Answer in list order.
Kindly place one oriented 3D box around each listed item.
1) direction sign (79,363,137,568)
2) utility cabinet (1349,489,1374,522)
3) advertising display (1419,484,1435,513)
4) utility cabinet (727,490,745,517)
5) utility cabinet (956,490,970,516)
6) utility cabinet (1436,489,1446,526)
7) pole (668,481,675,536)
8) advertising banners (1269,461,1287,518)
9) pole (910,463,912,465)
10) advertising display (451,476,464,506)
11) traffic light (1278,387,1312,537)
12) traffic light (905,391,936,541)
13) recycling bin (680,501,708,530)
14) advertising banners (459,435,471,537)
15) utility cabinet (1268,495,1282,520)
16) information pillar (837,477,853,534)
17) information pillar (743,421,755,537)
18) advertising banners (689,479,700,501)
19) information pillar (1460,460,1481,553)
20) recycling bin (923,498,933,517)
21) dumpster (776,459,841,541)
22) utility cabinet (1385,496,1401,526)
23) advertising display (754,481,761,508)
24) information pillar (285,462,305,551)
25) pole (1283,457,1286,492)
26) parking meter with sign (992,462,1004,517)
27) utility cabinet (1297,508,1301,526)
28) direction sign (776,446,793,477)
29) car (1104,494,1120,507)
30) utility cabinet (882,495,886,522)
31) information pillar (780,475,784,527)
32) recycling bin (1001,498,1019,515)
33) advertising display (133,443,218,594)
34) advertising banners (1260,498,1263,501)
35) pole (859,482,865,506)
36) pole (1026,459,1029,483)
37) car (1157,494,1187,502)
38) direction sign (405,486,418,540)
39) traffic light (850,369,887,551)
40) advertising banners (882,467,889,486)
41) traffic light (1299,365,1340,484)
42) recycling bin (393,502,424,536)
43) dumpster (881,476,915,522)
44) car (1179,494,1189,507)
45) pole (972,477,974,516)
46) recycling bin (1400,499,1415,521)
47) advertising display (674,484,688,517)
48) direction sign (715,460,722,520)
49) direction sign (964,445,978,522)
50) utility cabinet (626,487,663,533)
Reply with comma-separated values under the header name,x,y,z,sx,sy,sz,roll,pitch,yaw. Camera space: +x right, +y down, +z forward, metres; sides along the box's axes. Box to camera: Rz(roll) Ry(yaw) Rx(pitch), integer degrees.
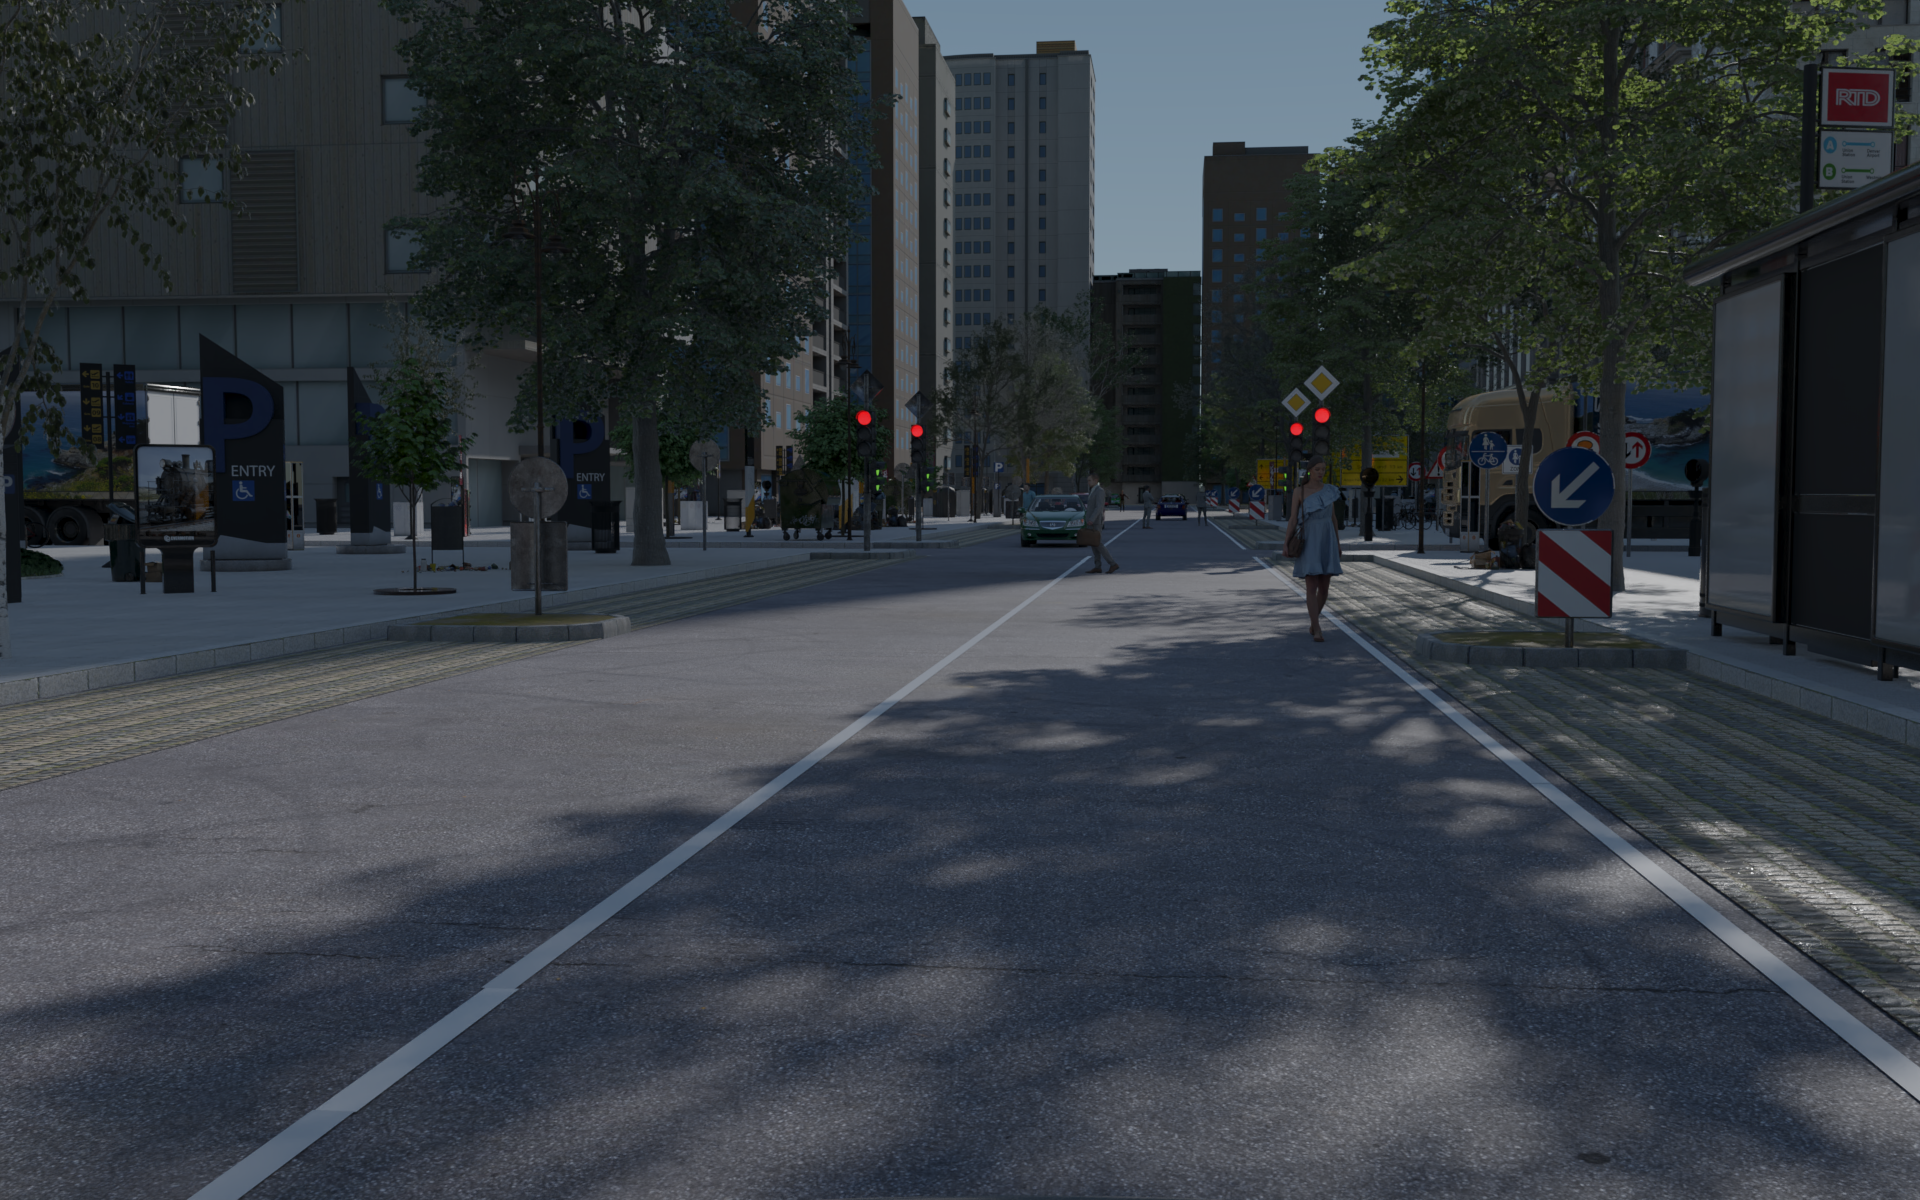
name,x,y,z,sx,sy,sz,roll,pitch,yaw
direction sign,-14.802,-2.335,30.179,0.876,3.537,0.379,-3,4,-36
utility cabinet,18.380,-4.323,79.367,1.173,1.500,0.318,-2,4,-25
advertising display,28.672,-6.186,106.353,0.974,1.923,0.123,1,4,9
utility cabinet,-12.443,-5.406,97.067,1.173,1.500,0.318,0,4,6
utility cabinet,0.167,-5.610,100.402,0.318,1.500,1.173,2,4,26
utility cabinet,19.772,-3.738,69.790,1.173,1.500,0.318,-2,4,-25
pole,-8.809,-3.604,52.771,0.158,3.312,0.155,0,3,0
advertising banners,17.012,-5.883,92.379,0.090,3.025,2.074,-1,4,-19
pole,-3.150,-7.276,112.798,0.158,3.312,0.155,0,3,0
advertising display,-18.046,-3.486,62.210,0.123,1.923,0.974,-3,4,-37
traffic light,8.836,-3.475,45.734,0.839,4.253,0.868,0,4,7
traffic light,-1.101,-3.549,46.947,0.839,4.253,0.868,0,4,7
recycling bin,-9.535,-3.031,62.108,0.722,1.027,0.722,2,4,29
advertising banners,-14.862,-3.411,51.956,0.090,3.025,2.074,0,4,-8
utility cabinet,15.473,-4.523,85.116,0.306,1.237,1.020,2,4,33
information pillar,-3.722,-3.967,56.222,0.504,3.616,0.183,-2,4,-34
information pillar,-6.249,-3.673,51.409,0.183,3.616,0.504,1,4,18
advertising banners,-14.013,-5.833,91.560,0.090,3.025,2.074,-2,4,-24
information pillar,11.124,-2.035,37.761,0.304,2.012,0.304,-1,4,-22
recycling bin,-1.657,-5.286,98.984,0.722,1.027,0.722,3,4,37
dumpster,-4.225,-2.793,48.161,1.502,2.255,1.985,0,4,7
utility cabinet,17.403,-3.580,69.697,0.306,1.237,1.020,0,4,-6
advertising display,-10.280,-5.018,87.260,0.123,1.923,0.974,1,4,20
information pillar,-15.115,-2.130,39.311,0.304,2.012,0.304,3,4,36
pole,17.695,-6.153,94.452,0.158,3.312,0.155,0,3,0
parking meter with sign,2.059,-6.085,95.744,0.543,3.016,1.738,0,4,-4
utility cabinet,13.628,-3.687,68.963,0.318,1.500,1.173,2,4,30
direction sign,-8.192,-5.439,80.929,0.876,3.537,0.379,1,4,21
car,16.901,-11.176,191.529,1.959,1.807,4.718,0,4,7
utility cabinet,-3.885,-4.114,78.418,1.020,1.237,0.306,-2,4,-26
information pillar,-6.602,-3.736,65.572,0.304,2.012,0.304,2,4,27
recycling bin,3.078,-5.597,104.071,0.722,1.027,0.722,1,4,19
advertising display,-10.122,-1.050,22.374,0.974,1.923,0.123,-2,4,-35
advertising banners,17.893,-6.518,102.753,0.090,3.025,2.074,2,4,28
pole,-3.752,-4.396,65.724,0.158,3.312,0.155,0,3,0
pole,3.904,-6.474,99.688,0.158,3.312,0.155,0,3,0
car,14.246,-6.524,116.451,2.009,1.686,4.222,1,4,8
direction sign,-15.489,-3.474,48.799,0.379,3.537,0.876,-2,4,-27
traffic light,-2.085,-3.064,39.022,0.839,4.253,0.868,0,4,7
advertising banners,-4.221,-7.181,113.591,2.074,3.025,0.090,-2,4,-26
traffic light,7.852,-2.990,37.809,0.839,4.253,0.868,0,4,7
recycling bin,-16.979,-2.493,53.318,0.722,1.027,0.722,0,3,0
dumpster,-2.831,-4.792,80.842,1.502,2.255,1.985,0,4,7
car,18.100,-8.243,144.561,2.009,1.686,4.222,0,4,6
pole,0.744,-6.578,101.389,0.158,3.312,0.155,0,3,0
recycling bin,21.658,-4.361,83.856,0.722,1.027,0.722,0,4,1
advertising display,-15.685,-5.613,96.987,0.974,1.923,0.123,-3,5,-40
direction sign,-11.873,-5.696,85.133,0.379,3.537,0.876,0,4,2
direction sign,0.515,-5.381,79.975,0.876,3.537,0.379,3,5,44
utility cabinet,-10.375,-2.954,56.979,1.173,1.500,0.318,0,4,-2
